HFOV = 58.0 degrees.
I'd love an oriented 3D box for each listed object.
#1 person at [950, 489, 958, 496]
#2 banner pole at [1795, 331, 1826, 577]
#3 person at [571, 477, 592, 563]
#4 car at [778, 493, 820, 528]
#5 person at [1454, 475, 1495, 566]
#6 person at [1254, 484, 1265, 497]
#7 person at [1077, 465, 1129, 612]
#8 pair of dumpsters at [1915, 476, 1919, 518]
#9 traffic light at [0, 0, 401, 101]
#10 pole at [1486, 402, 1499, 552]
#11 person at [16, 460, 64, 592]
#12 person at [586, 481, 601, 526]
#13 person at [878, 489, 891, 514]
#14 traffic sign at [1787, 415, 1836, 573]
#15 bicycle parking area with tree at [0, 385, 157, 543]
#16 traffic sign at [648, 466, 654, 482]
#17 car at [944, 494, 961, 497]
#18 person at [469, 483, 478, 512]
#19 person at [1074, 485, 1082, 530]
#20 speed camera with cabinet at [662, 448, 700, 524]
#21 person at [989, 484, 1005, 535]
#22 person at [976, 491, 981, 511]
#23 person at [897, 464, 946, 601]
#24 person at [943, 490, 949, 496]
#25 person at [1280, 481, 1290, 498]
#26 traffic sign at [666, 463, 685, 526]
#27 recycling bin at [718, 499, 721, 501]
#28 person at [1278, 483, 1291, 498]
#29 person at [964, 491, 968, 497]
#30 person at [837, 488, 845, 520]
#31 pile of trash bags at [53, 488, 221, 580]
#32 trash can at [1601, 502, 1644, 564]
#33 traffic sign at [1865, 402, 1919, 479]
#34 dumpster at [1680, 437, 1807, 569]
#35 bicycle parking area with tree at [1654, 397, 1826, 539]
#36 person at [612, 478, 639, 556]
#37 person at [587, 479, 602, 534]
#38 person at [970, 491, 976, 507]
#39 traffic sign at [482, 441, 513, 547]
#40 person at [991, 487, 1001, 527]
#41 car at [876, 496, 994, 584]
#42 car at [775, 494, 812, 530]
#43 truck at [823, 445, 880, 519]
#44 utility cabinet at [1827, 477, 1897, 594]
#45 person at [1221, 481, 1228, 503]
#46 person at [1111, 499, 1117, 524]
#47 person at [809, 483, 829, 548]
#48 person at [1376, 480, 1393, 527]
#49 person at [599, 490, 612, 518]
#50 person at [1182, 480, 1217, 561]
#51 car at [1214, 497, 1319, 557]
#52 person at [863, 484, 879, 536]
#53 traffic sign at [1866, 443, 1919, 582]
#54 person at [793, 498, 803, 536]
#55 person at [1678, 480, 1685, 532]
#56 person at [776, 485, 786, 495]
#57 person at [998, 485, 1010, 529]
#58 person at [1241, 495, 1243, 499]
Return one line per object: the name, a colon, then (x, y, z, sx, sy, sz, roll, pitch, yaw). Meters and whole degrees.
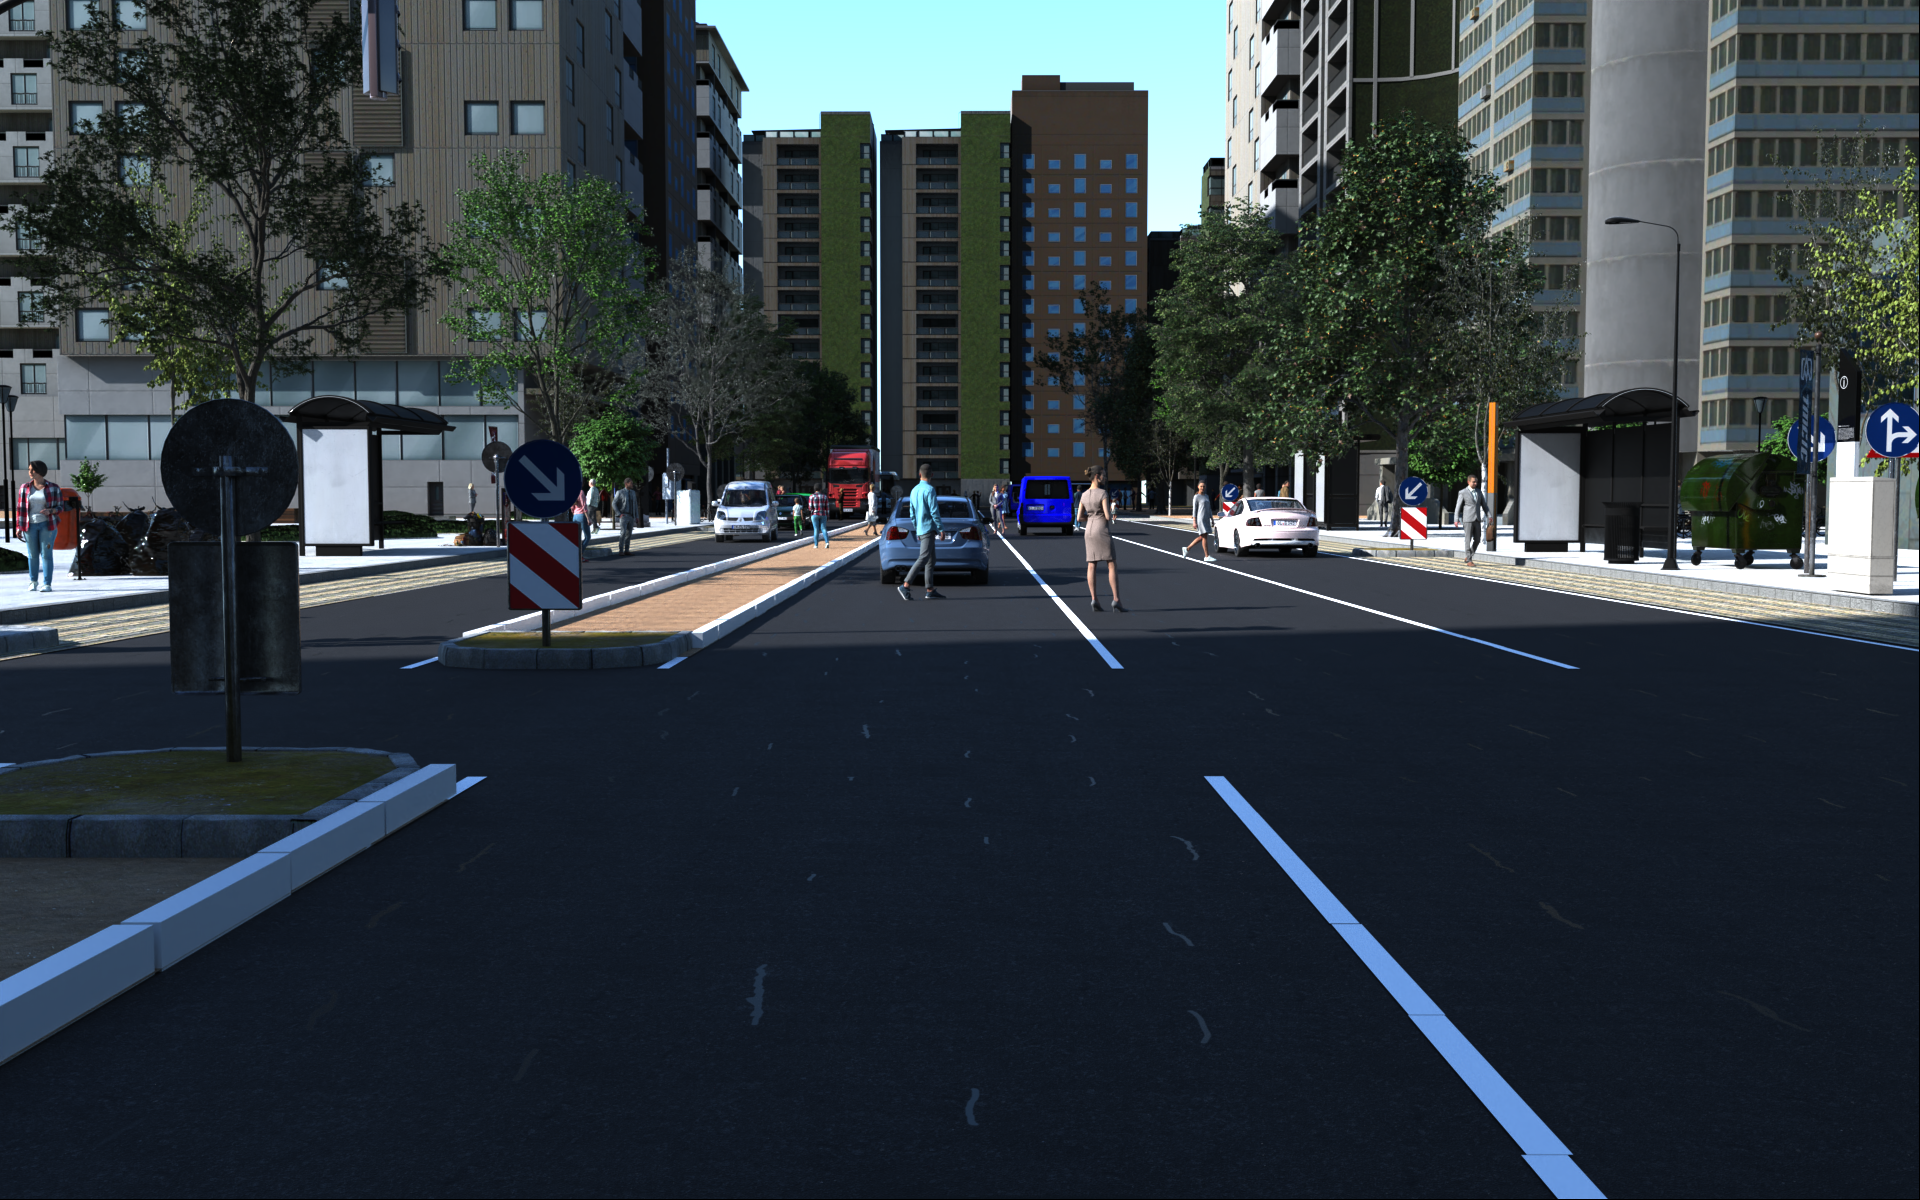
person: (-0.351, -6.747, 119.329, 1.217, 1.766, 0.721, 2, 4, 24)
banner pole: (13.030, -2.237, 26.586, 0.863, 3.779, 0.401, -3, 5, -40)
person: (-7.898, -1.691, 36.157, 0.555, 1.821, 0.388, 2, 4, 32)
car: (-6.932, -4.001, 74.210, 1.959, 1.807, 4.718, 0, 4, 1)
person: (10.130, -1.564, 34.188, 0.709, 1.813, 0.853, -1, 4, -17)
person: (14.289, -4.643, 82.310, 0.716, 1.782, 0.532, 0, 4, -7)
person: (1.738, -0.751, 21.118, 0.374, 1.781, 0.599, -3, 5, -45)
pair of dumpsters: (12.475, -1.012, 19.046, 1.574, 2.255, 4.437, 0, 3, 0)
traffic light: (-7.392, -2.490, 15.373, 4.771, 5.953, 1.251, 0, 3, 0)
pole: (11.881, -2.739, 38.620, 0.158, 3.312, 0.155, 0, 3, 0)
person: (-12.096, -0.973, 22.796, 0.563, 1.720, 0.643, -1, 4, -13)
person: (-14.228, -3.745, 67.150, 0.818, 1.842, 0.514, -3, 5, -43)
person: (-5.373, -6.989, 122.757, 1.348, 1.826, 0.705, 2, 4, 35)
traffic sign: (13.706, -1.704, 27.966, 0.768, 2.556, 0.104, 0, 4, 2)
bicycle parking area with tree: (-26.202, -3.733, 48.032, 9.016, 4.147, 8.231, -1, 4, -13)
traffic sign: (-13.833, -4.650, 76.139, 0.768, 2.556, 0.104, 0, 4, 5)
car: (-0.560, -7.073, 125.428, 2.009, 1.686, 4.222, 0, 4, 1)
person: (-23.015, -4.632, 81.956, 0.526, 1.800, 0.537, 1, 4, 17)
person: (4.683, -3.642, 68.392, 0.623, 1.781, 0.721, -2, 4, -26)
speed camera with cabinet: (-11.947, -4.886, 74.218, 0.660, 3.252, 2.038, -3, 5, -44)
person: (1.313, -3.223, 61.476, 0.520, 1.790, 0.573, 0, 4, -7)
person: (1.674, -8.586, 149.677, 0.445, 1.727, 0.742, -3, 5, -45)
person: (-0.530, -0.927, 23.523, 0.748, 1.841, 0.638, -1, 4, -19)
person: (-0.971, -7.588, 133.084, 1.217, 1.766, 0.721, 0, 4, 3)
person: (13.522, -4.038, 71.969, 0.656, 1.842, 0.836, 3, 4, 36)
traffic sign: (-11.597, -4.307, 70.533, 0.768, 2.556, 0.104, 0, 4, 5)
recycling bin: (-11.870, -4.617, 88.046, 0.722, 1.027, 0.722, -2, 4, -28)
person: (16.265, -4.944, 86.900, 0.660, 1.820, 0.620, -1, 4, -11)
person: (0.631, -9.243, 160.358, 0.721, 1.736, 1.217, 0, 4, -4)
person: (-6.517, -5.200, 94.033, 0.721, 1.766, 1.217, 0, 4, 7)
pile of trash bags: (-13.166, -1.072, 27.282, 1.912, 1.369, 3.447, 1, 4, 9)
trash can: (12.203, -1.240, 31.927, 0.748, 1.137, 0.748, 0, 3, 0)
traffic sign: (12.990, -1.472, 24.166, 0.768, 2.556, 0.104, 0, 4, 8)
dumpster: (13.710, -1.697, 30.233, 1.502, 2.255, 1.985, 0, 3, 0)
bicycle parking area with tree: (22.912, -4.080, 53.712, 9.016, 4.147, 8.231, 0, 4, 2)
person: (-7.771, -1.941, 40.339, 0.391, 1.810, 0.635, 2, 4, 34)
person: (-11.709, -3.001, 55.594, 0.515, 1.767, 0.782, 0, 4, 8)
person: (1.287, -9.472, 163.895, 1.217, 1.766, 0.721, -3, 5, -42)
traffic sign: (-11.152, -2.548, 41.763, 0.768, 2.556, 0.104, 0, 4, 1)
person: (1.614, -4.063, 75.106, 0.526, 1.800, 0.537, -1, 4, -9)
car: (-0.421, -1.033, 28.890, 2.014, 1.417, 4.499, 0, 4, -1)
car: (-6.966, -3.660, 69.627, 2.009, 1.686, 4.222, 0, 4, 1)
truck: (-6.218, -6.896, 101.671, 2.839, 4.237, 11.283, 0, 4, 0)
utility cabinet: (11.655, -0.838, 22.388, 0.318, 1.500, 1.173, 0, 4, 2)
person: (11.854, -4.356, 77.066, 0.447, 1.846, 0.655, 1, 4, 17)
person: (7.377, -4.285, 83.580, 0.382, 1.210, 0.505, -2, 4, -29)
person: (-3.708, -2.218, 45.605, 0.563, 1.720, 0.643, -1, 4, -18)
person: (16.643, -3.779, 67.927, 0.679, 1.850, 0.850, 1, 4, 11)
person: (-18.921, -5.285, 92.409, 0.705, 1.831, 1.348, 2, 4, 24)
person: (5.128, -1.701, 37.055, 0.760, 1.731, 0.466, 1, 4, 17)
car: (7.208, -1.748, 40.950, 2.083, 1.381, 4.827, 0, 4, -1)
person: (-3.046, -3.096, 59.464, 0.624, 1.780, 0.694, -1, 4, -14)
traffic sign: (13.715, -1.550, 25.348, 0.884, 2.594, 0.081, 1, 4, 10)
person: (-5.552, -2.855, 59.426, 0.306, 1.304, 0.590, -2, 4, -24)
person: (24.179, -3.159, 58.240, 0.519, 1.759, 0.362, 3, 5, 44)
person: (-8.208, -4.354, 79.671, 0.580, 1.828, 0.573, 3, 4, 37)
person: (1.729, -3.832, 71.246, 0.616, 1.811, 0.778, -2, 4, -31)
person: (13.359, -4.335, 81.597, 0.332, 1.250, 0.352, -1, 4, -21)
